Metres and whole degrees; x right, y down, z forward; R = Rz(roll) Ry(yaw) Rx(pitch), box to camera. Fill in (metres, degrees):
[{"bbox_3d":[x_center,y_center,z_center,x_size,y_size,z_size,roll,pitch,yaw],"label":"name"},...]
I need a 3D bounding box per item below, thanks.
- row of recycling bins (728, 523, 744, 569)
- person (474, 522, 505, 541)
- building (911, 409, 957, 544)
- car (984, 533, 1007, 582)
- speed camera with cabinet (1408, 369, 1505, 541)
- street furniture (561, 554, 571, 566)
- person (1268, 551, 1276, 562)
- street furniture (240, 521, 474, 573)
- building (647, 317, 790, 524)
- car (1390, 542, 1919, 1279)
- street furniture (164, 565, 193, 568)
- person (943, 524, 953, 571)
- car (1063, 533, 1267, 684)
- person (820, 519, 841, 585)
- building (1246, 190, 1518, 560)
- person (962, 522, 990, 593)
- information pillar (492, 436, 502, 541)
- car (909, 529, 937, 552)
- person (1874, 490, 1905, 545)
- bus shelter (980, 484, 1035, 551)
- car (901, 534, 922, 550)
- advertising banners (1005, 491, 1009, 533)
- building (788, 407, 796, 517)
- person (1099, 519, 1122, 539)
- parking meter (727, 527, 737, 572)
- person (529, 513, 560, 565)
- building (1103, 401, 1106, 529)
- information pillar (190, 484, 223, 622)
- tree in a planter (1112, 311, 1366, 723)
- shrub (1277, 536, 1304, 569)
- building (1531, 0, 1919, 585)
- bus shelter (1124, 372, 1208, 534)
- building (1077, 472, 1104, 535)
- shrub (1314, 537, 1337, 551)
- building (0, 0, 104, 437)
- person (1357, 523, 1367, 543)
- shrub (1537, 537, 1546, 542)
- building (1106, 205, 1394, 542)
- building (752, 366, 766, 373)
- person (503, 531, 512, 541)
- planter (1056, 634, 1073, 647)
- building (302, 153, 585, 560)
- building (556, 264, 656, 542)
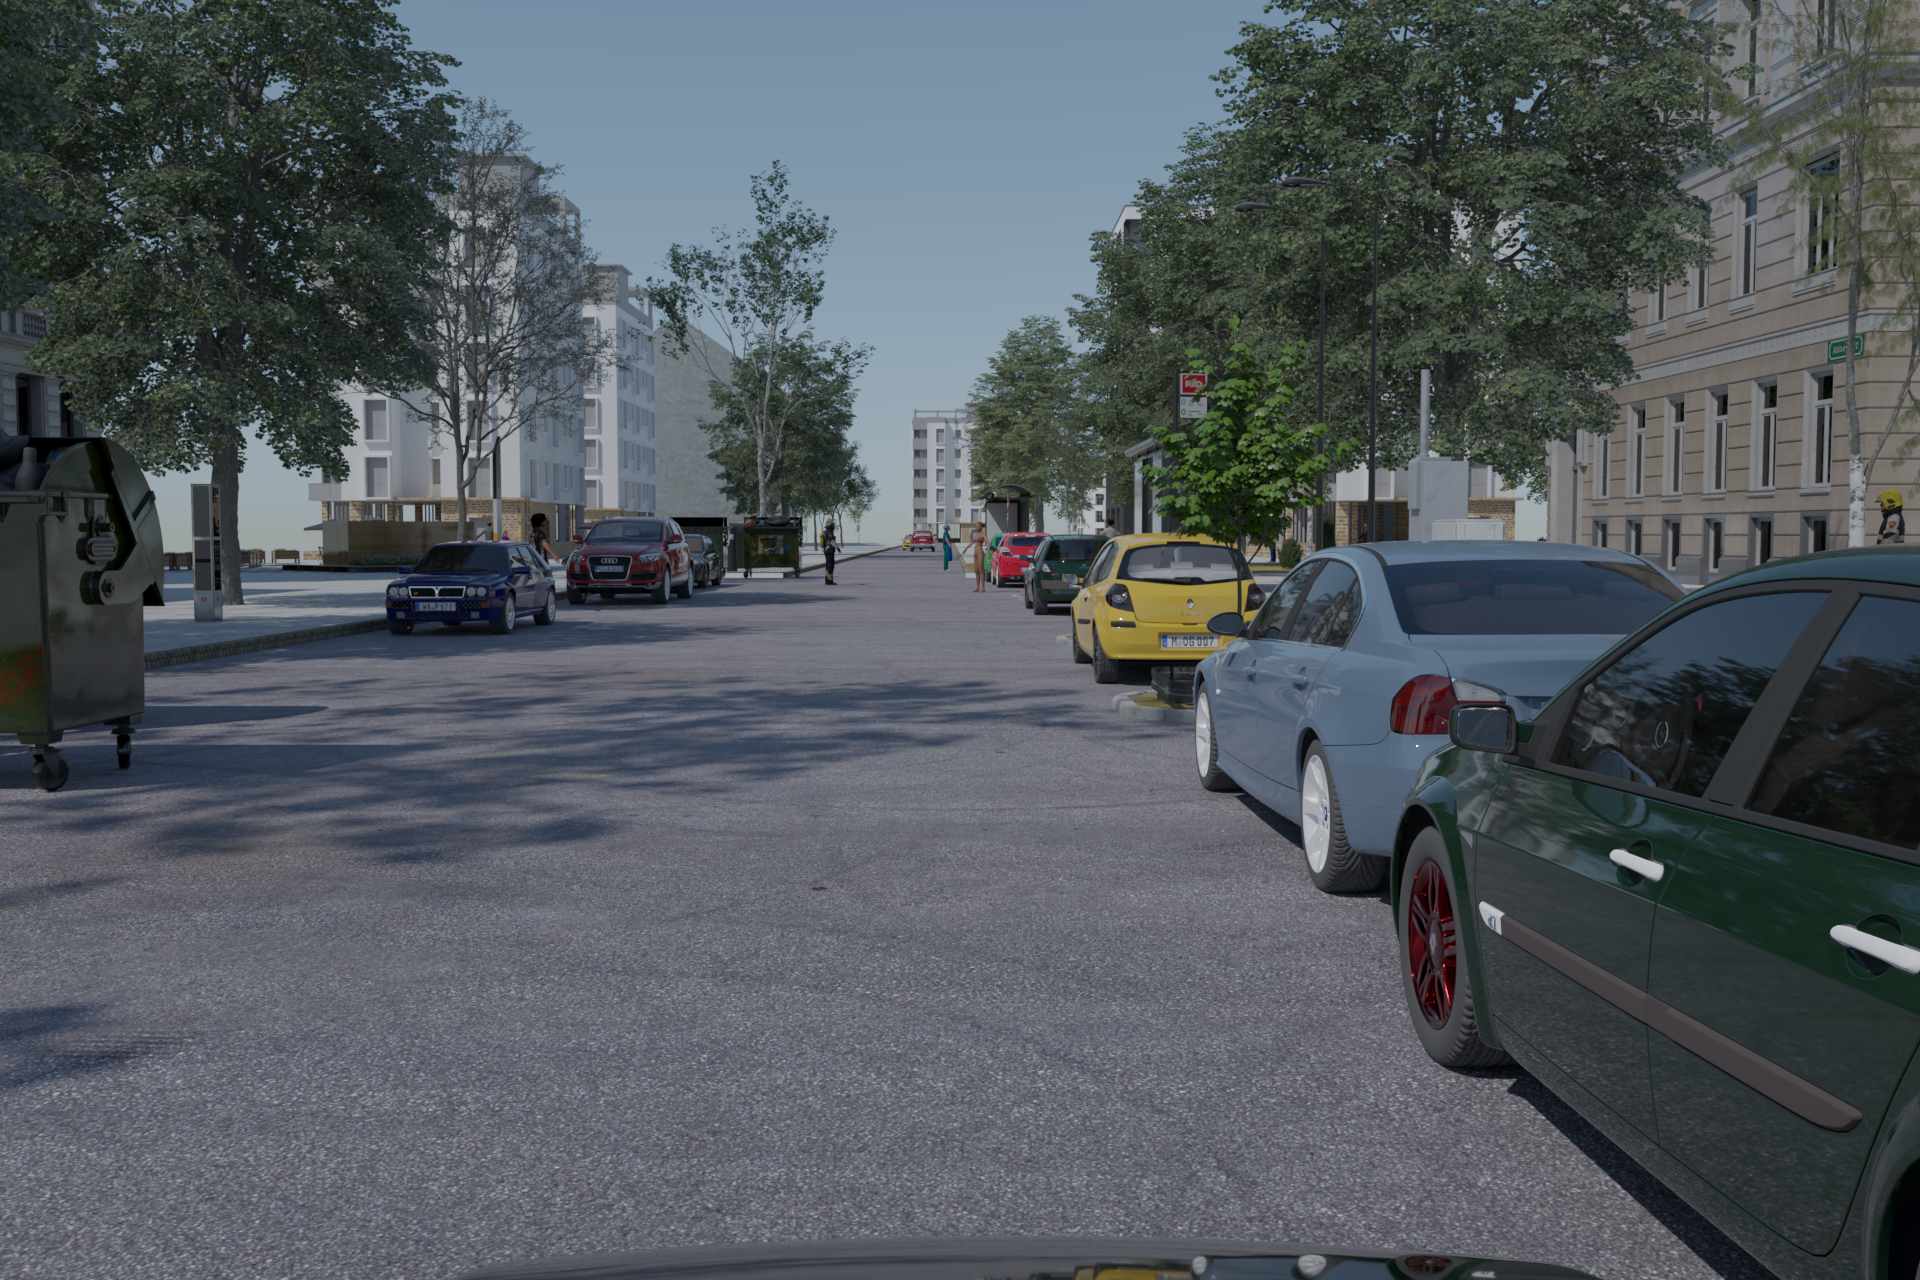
[{"bbox_3d":[-8.454,-3.588,65.770,1.069,1.692,3.534,0,4,0],"label":"row of recycling bins"},{"bbox_3d":[-19.529,-4.015,71.914,1.348,1.796,0.705,0,4,-5],"label":"person"},{"bbox_3d":[-6.831,-24.098,252.886,11.380,20.090,16.016,0,4,2],"label":"building"},{"bbox_3d":[1.621,-2.694,52.836,1.959,1.807,4.718,0,4,-1],"label":"car"},{"bbox_3d":[5.787,-1.584,20.238,0.660,3.252,2.038,0,4,0],"label":"speed camera with cabinet"},{"bbox_3d":[-12.843,-3.530,73.340,10.072,0.657,5.734,-3,5,-43],"label":"street furniture"},{"bbox_3d":[14.240,-4.446,79.162,0.721,1.772,1.216,3,5,43],"label":"person"},{"bbox_3d":[-18.915,-3.331,61.314,9.812,1.723,11.010,3,5,44],"label":"street furniture"},{"bbox_3d":[-28.313,-21.521,182.792,19.493,23.208,18.063,0,4,0],"label":"building"},{"bbox_3d":[2.141,0.386,3.481,2.009,1.686,4.222,0,4,-1],"label":"car"},{"bbox_3d":[-34.326,-3.057,65.612,5.734,0.657,10.072,3,5,44],"label":"street furniture"},{"bbox_3d":[-0.481,-3.561,66.809,0.704,1.817,1.347,0,4,-4],"label":"person"},{"bbox_3d":[2.113,-0.477,18.016,2.015,1.641,3.980,0,4,-1],"label":"car"},{"bbox_3d":[-3.636,-2.476,48.721,0.705,1.856,1.354,-1,4,-20],"label":"person"},{"bbox_3d":[21.483,-14.792,98.268,16.016,20.090,11.380,0,4,-1],"label":"building"},{"bbox_3d":[0.413,-2.032,42.488,0.721,1.733,1.217,-2,4,-31],"label":"person"},{"bbox_3d":[-10.993,-3.048,41.184,0.183,3.616,0.504,0,4,-1],"label":"information pillar"},{"bbox_3d":[-3.042,-8.093,140.996,2.281,1.827,5.304,0,4,-1],"label":"car"},{"bbox_3d":[12.061,-1.026,22.538,0.704,1.858,1.351,2,4,33],"label":"person"},{"bbox_3d":[1.952,-4.803,72.460,2.014,3.302,5.546,0,4,-2],"label":"bus shelter"},{"bbox_3d":[-4.195,-8.732,152.987,2.015,1.641,3.980,0,4,0],"label":"car"},{"bbox_3d":[1.833,-4.376,67.728,0.090,3.025,2.074,0,4,-1],"label":"advertising banners"},{"bbox_3d":[-31.262,-22.058,227.103,16.747,18.905,31.486,0,4,-1],"label":"building"},{"bbox_3d":[4.375,-2.707,51.035,1.217,1.739,0.721,-1,4,-18],"label":"person"},{"bbox_3d":[-7.805,-3.109,59.247,0.372,1.533,0.369,0,3,0],"label":"parking meter"},{"bbox_3d":[-7.736,-1.433,32.028,0.704,1.843,1.345,-2,4,-33],"label":"person"},{"bbox_3d":[21.492,-20.853,197.360,16.016,20.090,11.380,0,4,0],"label":"building"},{"bbox_3d":[-11.031,-1.277,25.368,0.304,2.012,0.304,0,3,0],"label":"information pillar"},{"bbox_3d":[2.264,-1.025,13.979,1.991,3.239,1.994,0,4,-1],"label":"tree in a planter"},{"bbox_3d":[12.013,-3.173,62.993,1.383,1.207,1.383,0,3,0],"label":"shrub"},{"bbox_3d":[24.706,-15.812,44.431,13.634,28.700,20.117,0,3,0],"label":"building"},{"bbox_3d":[5.098,-3.852,40.615,2.179,5.291,8.768,0,4,0],"label":"bus shelter"},{"bbox_3d":[20.494,-17.256,224.280,9.099,9.664,28.070,0,3,0],"label":"building"},{"bbox_3d":[14.790,-3.605,70.064,1.383,1.207,1.383,0,3,0],"label":"shrub"},{"bbox_3d":[-31.960,-13.321,45.519,11.050,23.595,19.941,0,4,0],"label":"building"},{"bbox_3d":[18.534,-4.456,79.073,0.704,1.802,1.346,-1,4,-16],"label":"person"},{"bbox_3d":[25.309,-3.923,75.259,1.383,1.207,1.383,0,3,0],"label":"shrub"},{"bbox_3d":[24.203,-17.129,124.041,27.936,21.610,32.646,0,4,0],"label":"building"},{"bbox_3d":[-27.355,-20.757,195.793,16.016,20.090,11.380,0,3,0],"label":"building"},{"bbox_3d":[-19.582,-4.015,74.919,0.599,1.433,0.991,2,4,28],"label":"person"},{"bbox_3d":[2.265,-0.088,22.584,1.991,0.319,1.994,0,4,1],"label":"planter"},{"bbox_3d":[-26.679,-14.125,87.367,16.016,20.090,11.380,0,4,0],"label":"building"},{"bbox_3d":[-28.787,-16.273,122.488,16.016,20.090,11.380,0,4,0],"label":"building"}]
